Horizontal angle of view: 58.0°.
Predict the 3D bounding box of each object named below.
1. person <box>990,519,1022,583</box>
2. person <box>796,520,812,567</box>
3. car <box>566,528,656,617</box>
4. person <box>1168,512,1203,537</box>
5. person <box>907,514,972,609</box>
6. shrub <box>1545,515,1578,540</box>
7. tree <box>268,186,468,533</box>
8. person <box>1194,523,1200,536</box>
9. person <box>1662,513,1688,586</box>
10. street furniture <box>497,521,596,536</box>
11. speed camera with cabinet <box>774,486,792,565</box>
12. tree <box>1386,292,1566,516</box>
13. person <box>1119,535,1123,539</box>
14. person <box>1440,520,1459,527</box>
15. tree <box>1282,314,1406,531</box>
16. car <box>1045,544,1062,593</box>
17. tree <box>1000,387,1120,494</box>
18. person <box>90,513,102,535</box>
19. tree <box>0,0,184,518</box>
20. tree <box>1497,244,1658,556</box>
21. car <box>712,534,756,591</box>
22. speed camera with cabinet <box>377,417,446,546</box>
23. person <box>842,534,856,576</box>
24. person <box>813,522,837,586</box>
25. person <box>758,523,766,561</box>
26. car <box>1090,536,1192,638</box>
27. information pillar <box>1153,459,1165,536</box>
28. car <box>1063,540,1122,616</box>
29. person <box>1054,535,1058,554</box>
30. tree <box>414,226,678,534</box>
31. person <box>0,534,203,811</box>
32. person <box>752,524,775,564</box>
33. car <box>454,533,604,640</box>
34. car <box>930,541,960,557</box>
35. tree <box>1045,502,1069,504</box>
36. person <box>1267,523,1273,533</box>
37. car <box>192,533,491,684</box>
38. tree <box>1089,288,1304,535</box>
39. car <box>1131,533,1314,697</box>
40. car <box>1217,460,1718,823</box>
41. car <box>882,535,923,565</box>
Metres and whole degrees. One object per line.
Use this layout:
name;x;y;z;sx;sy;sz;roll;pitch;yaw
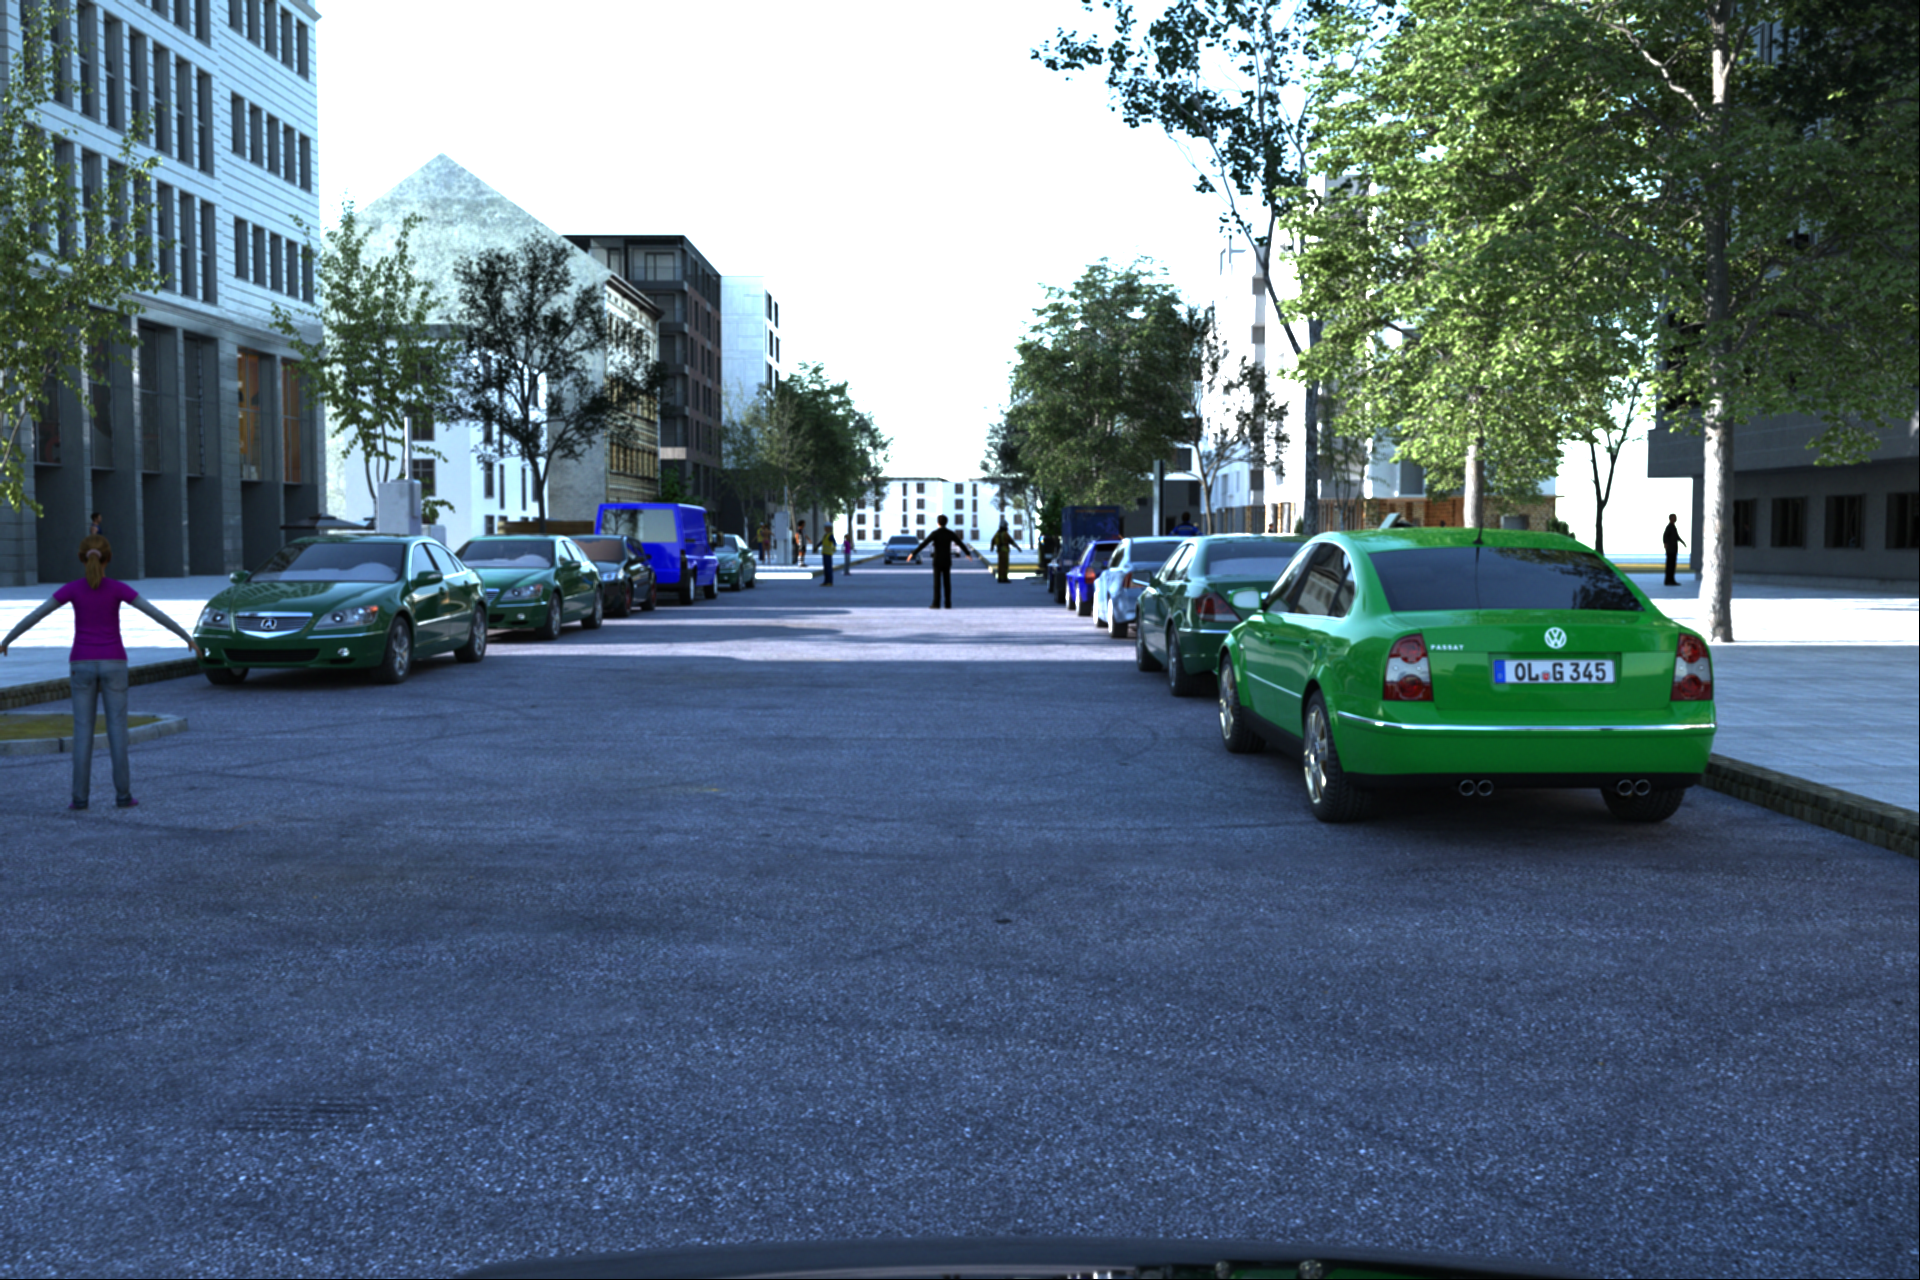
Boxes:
person;1.294;-2.605;50.819;0.705;1.858;1.354;-3;4;-38
person;-6.100;-3.737;67.246;0.704;1.843;1.345;1;4;17
car;-6.558;-1.298;31.005;2.009;1.686;4.222;0;4;0
person;5.595;-2.253;42.811;1.345;1.831;0.704;1;4;21
person;-0.358;-1.509;33.310;1.347;1.806;0.705;-2;4;-24
shrub;23.051;-3.823;66.920;1.690;2.028;1.600;0;3;0
tree;-12.448;-5.291;36.873;4.737;8.622;4.395;0;3;0
person;12.713;-5.348;93.218;0.705;1.856;1.354;-3;4;-38
person;17.781;-2.264;43.199;0.705;1.807;1.348;3;5;44
street furniture;-14.689;-3.343;61.518;9.812;1.723;11.010;3;4;37
speed camera with cabinet;-7.365;-4.750;72.003;0.660;3.252;2.038;0;4;-1
tree;21.622;-9.516;73.714;7.486;12.596;7.792;0;3;0
person;8.382;-5.427;94.592;1.347;1.847;0.705;-2;4;-33
person;15.752;-3.001;55.918;0.742;1.727;0.445;2;4;30
tree;12.710;-6.538;57.256;4.360;8.622;3.978;0;3;0
car;3.022;-1.755;41.281;1.945;1.354;3.894;0;4;0
tree;5.953;-10.189;100.998;8.767;10.594;7.601;2;4;27
person;-21.491;-2.264;43.187;0.704;1.807;1.345;-1;4;-21
tree;-12.736;-4.443;22.998;4.737;8.622;4.395;0;3;0
tree;22.152;-8.174;59.406;9.928;11.665;9.643;0;3;0
car;-6.381;-2.019;44.803;2.131;1.459;4.920;0;4;0
speed camera with cabinet;-9.519;-2.187;30.090;0.660;3.252;2.038;0;4;0
person;-3.849;-2.949;59.936;0.599;1.433;0.991;2;4;24
person;-3.720;-2.376;47.765;0.721;1.772;1.216;-2;4;-32
person;-9.546;-4.742;83.508;0.705;1.833;1.349;-1;4;-18
car;2.929;-0.799;25.068;2.014;1.417;4.499;0;4;0
information pillar;6.345;-3.915;55.333;0.184;3.620;1.656;0;3;0
car;2.883;-1.159;31.526;1.945;1.354;3.894;0;4;0
person;3.886;-3.937;70.503;1.348;1.813;0.705;1;4;14
tree;-12.412;-7.189;51.948;8.767;10.594;7.601;0;4;5
person;-4.496;0.163;9.050;0.991;1.433;0.599;-1;4;-23
person;-8.432;-4.175;75.063;1.217;1.733;0.721;-2;4;-26
car;-6.359;-0.798;24.840;2.131;1.459;4.920;0;3;0
car;-0.915;-5.834;107.746;2.083;1.381;4.827;0;4;-1
tree;15.823;-20.388;251.471;7.486;12.596;7.792;0;3;0
person;15.726;-4.993;87.576;0.705;1.837;1.347;0;4;-1
car;-6.265;-0.381;18.024;2.131;1.459;4.920;0;4;-1
tree;9.395;-8.015;65.458;8.767;10.594;7.601;-2;4;-32
car;2.773;-0.299;16.692;2.131;1.459;4.920;0;3;0
car;2.634;-0.073;9.984;1.959;1.807;4.718;0;4;-1
car;-2.694;-4.346;83.056;2.014;1.417;4.499;0;3;0
